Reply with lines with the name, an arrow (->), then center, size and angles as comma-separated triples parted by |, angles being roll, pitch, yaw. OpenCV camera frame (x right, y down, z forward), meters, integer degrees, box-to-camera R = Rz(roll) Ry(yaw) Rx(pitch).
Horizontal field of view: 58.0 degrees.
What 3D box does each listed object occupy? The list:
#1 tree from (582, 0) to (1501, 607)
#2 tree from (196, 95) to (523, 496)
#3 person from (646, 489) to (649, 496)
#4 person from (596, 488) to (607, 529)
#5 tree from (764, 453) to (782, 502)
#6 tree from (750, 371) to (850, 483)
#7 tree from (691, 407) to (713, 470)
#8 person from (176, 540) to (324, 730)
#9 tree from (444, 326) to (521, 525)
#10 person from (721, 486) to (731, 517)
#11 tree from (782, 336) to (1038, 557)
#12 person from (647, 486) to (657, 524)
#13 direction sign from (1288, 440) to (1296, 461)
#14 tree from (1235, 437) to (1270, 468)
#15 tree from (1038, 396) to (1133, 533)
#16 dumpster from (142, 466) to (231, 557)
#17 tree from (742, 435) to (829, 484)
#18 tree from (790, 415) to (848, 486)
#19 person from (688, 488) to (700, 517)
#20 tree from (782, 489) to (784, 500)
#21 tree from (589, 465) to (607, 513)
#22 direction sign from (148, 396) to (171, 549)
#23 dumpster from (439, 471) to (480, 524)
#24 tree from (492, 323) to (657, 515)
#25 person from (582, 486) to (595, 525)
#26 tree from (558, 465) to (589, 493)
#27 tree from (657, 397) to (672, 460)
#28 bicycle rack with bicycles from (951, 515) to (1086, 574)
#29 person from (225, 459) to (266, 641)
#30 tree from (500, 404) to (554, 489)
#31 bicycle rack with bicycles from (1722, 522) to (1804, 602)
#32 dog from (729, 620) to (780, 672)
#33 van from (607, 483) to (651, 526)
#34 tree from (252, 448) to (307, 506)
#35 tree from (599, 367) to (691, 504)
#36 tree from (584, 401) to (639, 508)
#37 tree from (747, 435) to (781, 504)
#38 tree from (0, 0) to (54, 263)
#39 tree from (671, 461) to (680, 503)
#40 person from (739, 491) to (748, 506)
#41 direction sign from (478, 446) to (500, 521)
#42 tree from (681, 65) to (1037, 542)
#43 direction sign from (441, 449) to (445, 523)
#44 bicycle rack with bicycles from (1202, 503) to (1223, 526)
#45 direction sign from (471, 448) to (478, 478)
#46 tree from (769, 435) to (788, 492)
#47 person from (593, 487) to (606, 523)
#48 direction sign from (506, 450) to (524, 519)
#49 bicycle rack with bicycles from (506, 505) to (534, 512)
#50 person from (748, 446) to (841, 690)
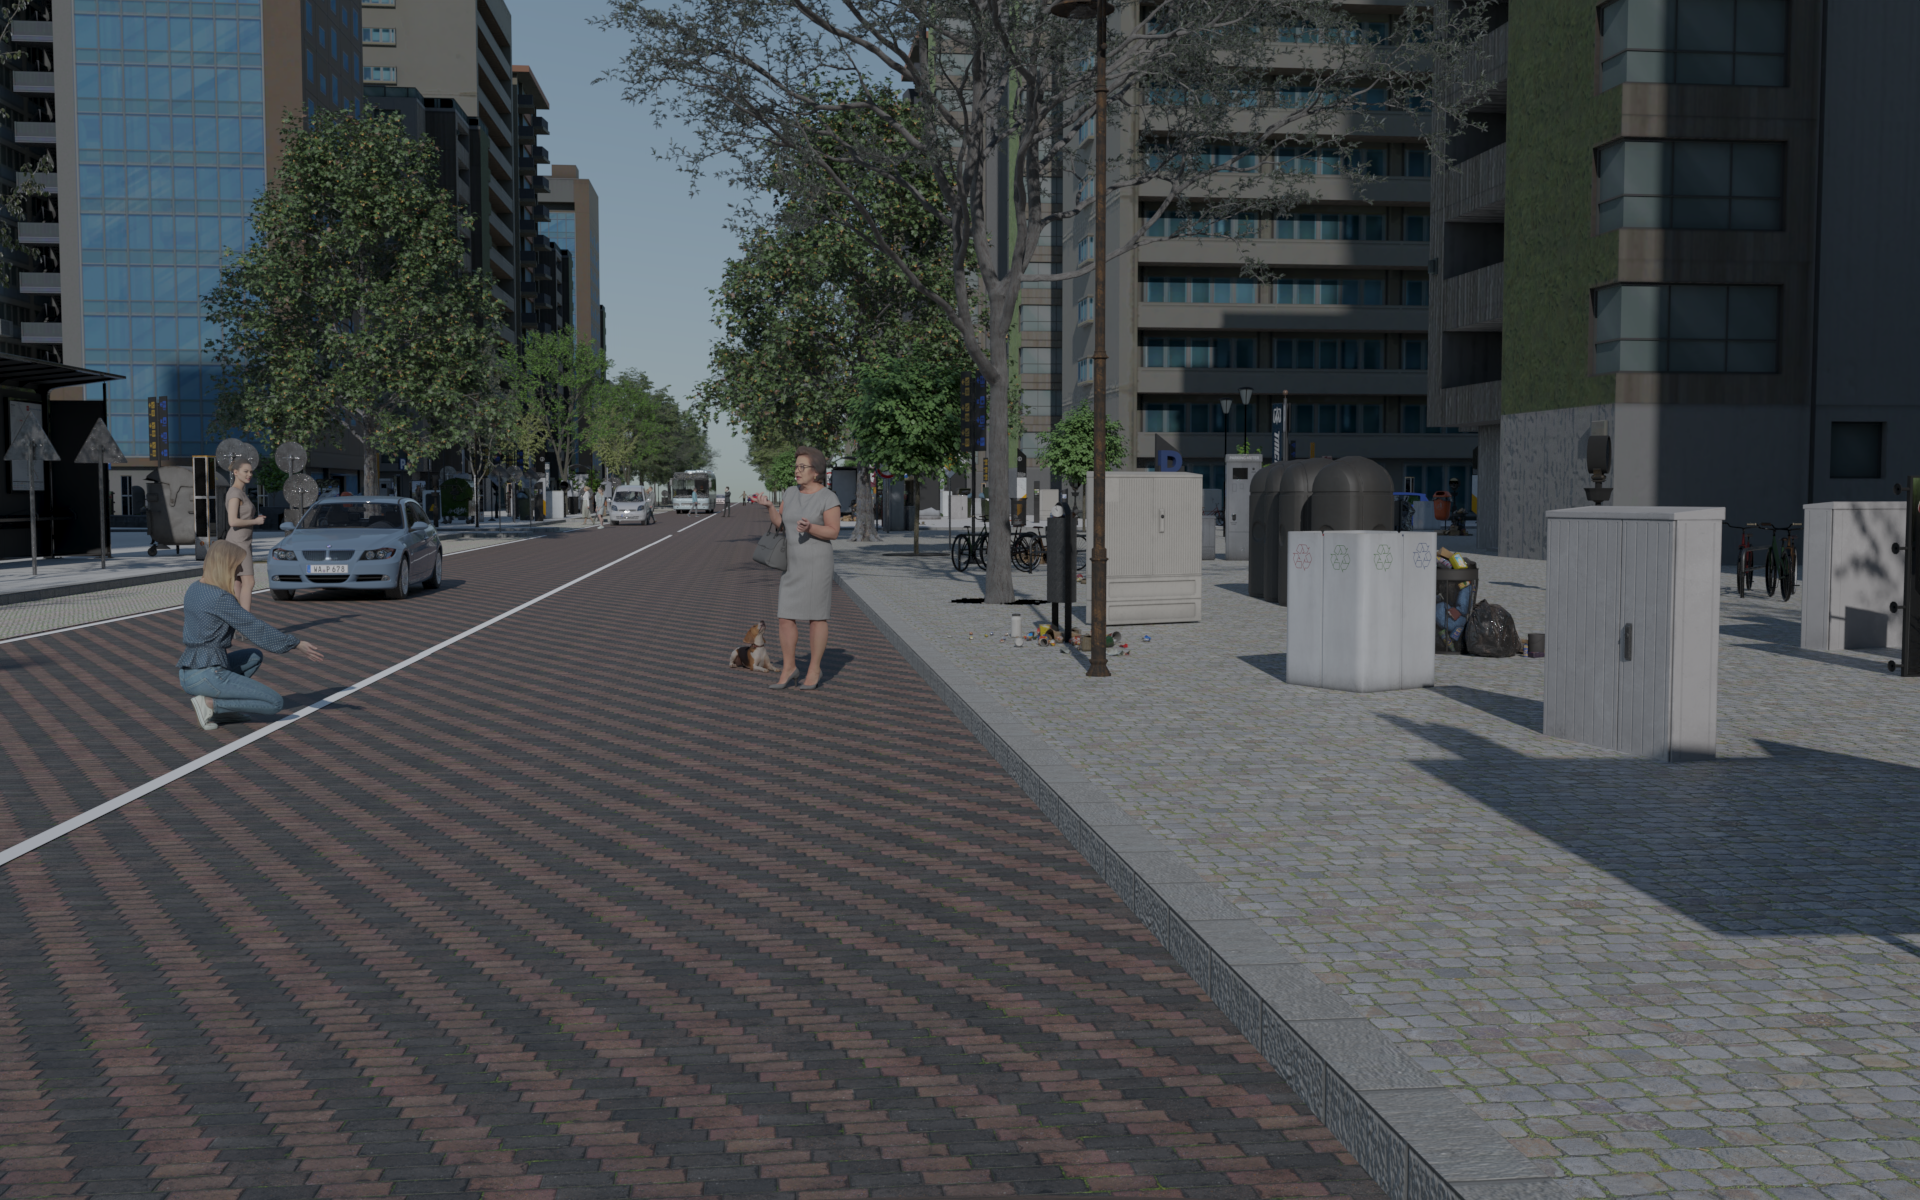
tree -> 0.387, -6.693, 19.801 | 12.009, 13.543, 11.850 | 0, 3, 0
tree -> -17.285, -8.150, 50.255 | 9.611, 12.733, 9.660 | 0, 3, 0
person -> -22.170, -7.005, 123.207 | 0.728, 1.800, 0.709 | 3, 4, 38
person -> -14.959, -3.833, 72.177 | 0.522, 1.701, 0.512 | -3, 4, -39
tree -> -11.067, -7.923, 113.256 | 4.285, 4.588, 4.351 | 0, 3, 0
tree -> -11.229, -12.453, 121.726 | 7.486, 12.596, 7.792 | 0, 3, 0
tree -> -36.383, -18.958, 216.621 | 9.857, 13.997, 8.962 | 0, 3, 0
person -> -4.545, 0.193, 10.840 | 0.738, 1.151, 1.012 | -3, 5, -42
tree -> -19.731, -7.345, 70.453 | 4.360, 8.622, 3.978 | 0, 3, 0
person -> -14.487, -6.090, 107.436 | 0.648, 1.900, 0.474 | 3, 5, 45
tree -> -0.921, -3.202, 36.061 | 4.285, 4.588, 4.351 | 0, 3, 0
person -> -15.019, -4.607, 83.922 | 0.767, 1.812, 0.694 | -2, 4, -29
direction sign -> 13.855, -4.948, 72.891 | 0.379, 3.537, 0.876 | 3, 5, 44
tree -> 9.566, -3.889, 58.191 | 1.663, 3.219, 1.824 | 0, 3, 0
tree -> 4.263, -4.561, 58.286 | 4.285, 4.588, 4.351 | 0, 3, 0
dumpster -> -16.185, -1.866, 36.274 | 1.264, 1.857, 1.865 | 0, 4, -7
tree -> -15.788, -15.659, 162.683 | 9.857, 13.997, 8.962 | 0, 3, 0
tree -> -7.056, -8.412, 87.901 | 4.360, 8.622, 3.978 | 0, 3, 0
person -> -16.928, -6.225, 110.148 | 0.748, 1.841, 0.638 | 0, 4, 7
tree -> -18.908, -20.315, 188.040 | 12.611, 20.169, 13.585 | 0, 3, 0
tree -> -24.629, -7.443, 116.296 | 1.663, 3.219, 1.824 | 0, 3, 0
direction sign -> -18.609, -2.952, 40.268 | 0.876, 3.537, 0.379 | 3, 4, 39
dumpster -> -21.462, -4.383, 74.156 | 1.502, 2.255, 1.985 | 0, 4, -6
tree -> -24.453, -11.051, 106.434 | 9.928, 11.665, 9.643 | 0, 3, 0
person -> -17.177, -4.357, 79.967 | 0.641, 1.798, 0.478 | 0, 4, 7
tree -> -25.612, -7.308, 114.094 | 1.663, 3.219, 1.824 | 0, 3, 0
tree -> -30.073, -14.084, 156.029 | 9.928, 11.665, 9.643 | 0, 3, 0
bicycle rack with bicycles -> 1.022, -0.959, 29.058 | 2.925, 0.926, 2.852 | -3, 5, -39
person -> -7.048, -0.505, 17.096 | 0.374, 1.781, 0.599 | -1, 4, -18
tree -> -32.587, -10.958, 129.526 | 4.737, 8.622, 4.395 | 0, 3, 0
bicycle rack with bicycles -> 10.669, -0.495, 21.478 | 2.852, 0.926, 2.925 | 3, 4, 36
dog -> -1.652, 0.363, 14.263 | 0.550, 0.427, 0.748 | 1, 4, 12
van -> -15.248, -4.462, 79.959 | 2.013, 2.044, 4.112 | 0, 4, -8
tree -> -27.108, -4.528, 68.635 | 1.663, 3.219, 1.824 | 0, 3, 0
tree -> -31.691, -16.264, 172.564 | 9.857, 13.997, 8.962 | 0, 3, 0
tree -> -27.921, -11.477, 138.011 | 4.737, 8.622, 4.395 | 0, 3, 0
tree -> -24.777, -18.684, 231.236 | 9.928, 11.665, 9.643 | 0, 3, 0
tree -> -14.171, -4.445, 23.044 | 4.360, 8.622, 3.978 | 0, 3, 0
tree -> -38.372, -17.254, 232.463 | 4.360, 8.622, 3.978 | 0, 3, 0
person -> -26.255, -12.360, 210.596 | 1.348, 1.823, 0.705 | 2, 4, 24
direction sign -> -22.239, -5.517, 82.202 | 0.876, 3.537, 0.379 | -2, 4, -34
tree -> -2.698, -7.925, 46.585 | 9.611, 12.733, 9.660 | 0, 3, 0
direction sign -> -22.535, -5.118, 75.681 | 0.379, 3.537, 0.876 | -1, 4, -18
bicycle rack with bicycles -> 11.003, -3.459, 69.935 | 2.925, 0.926, 2.852 | 2, 4, 27
direction sign -> -23.519, -5.673, 84.758 | 0.379, 3.537, 0.876 | 3, 5, 44
tree -> -21.324, -15.641, 206.084 | 4.737, 8.622, 4.395 | 0, 3, 0
person -> -18.033, -4.747, 86.599 | 0.515, 1.767, 0.782 | -2, 4, -33
direction sign -> -22.639, -5.879, 88.112 | 0.876, 3.537, 0.379 | -2, 4, -23
bicycle rack with bicycles -> -28.534, -6.120, 113.439 | 2.852, 0.926, 2.925 | 3, 4, 37
person -> -1.242, -0.233, 12.665 | 0.716, 1.782, 0.532 | 2, 4, 29
